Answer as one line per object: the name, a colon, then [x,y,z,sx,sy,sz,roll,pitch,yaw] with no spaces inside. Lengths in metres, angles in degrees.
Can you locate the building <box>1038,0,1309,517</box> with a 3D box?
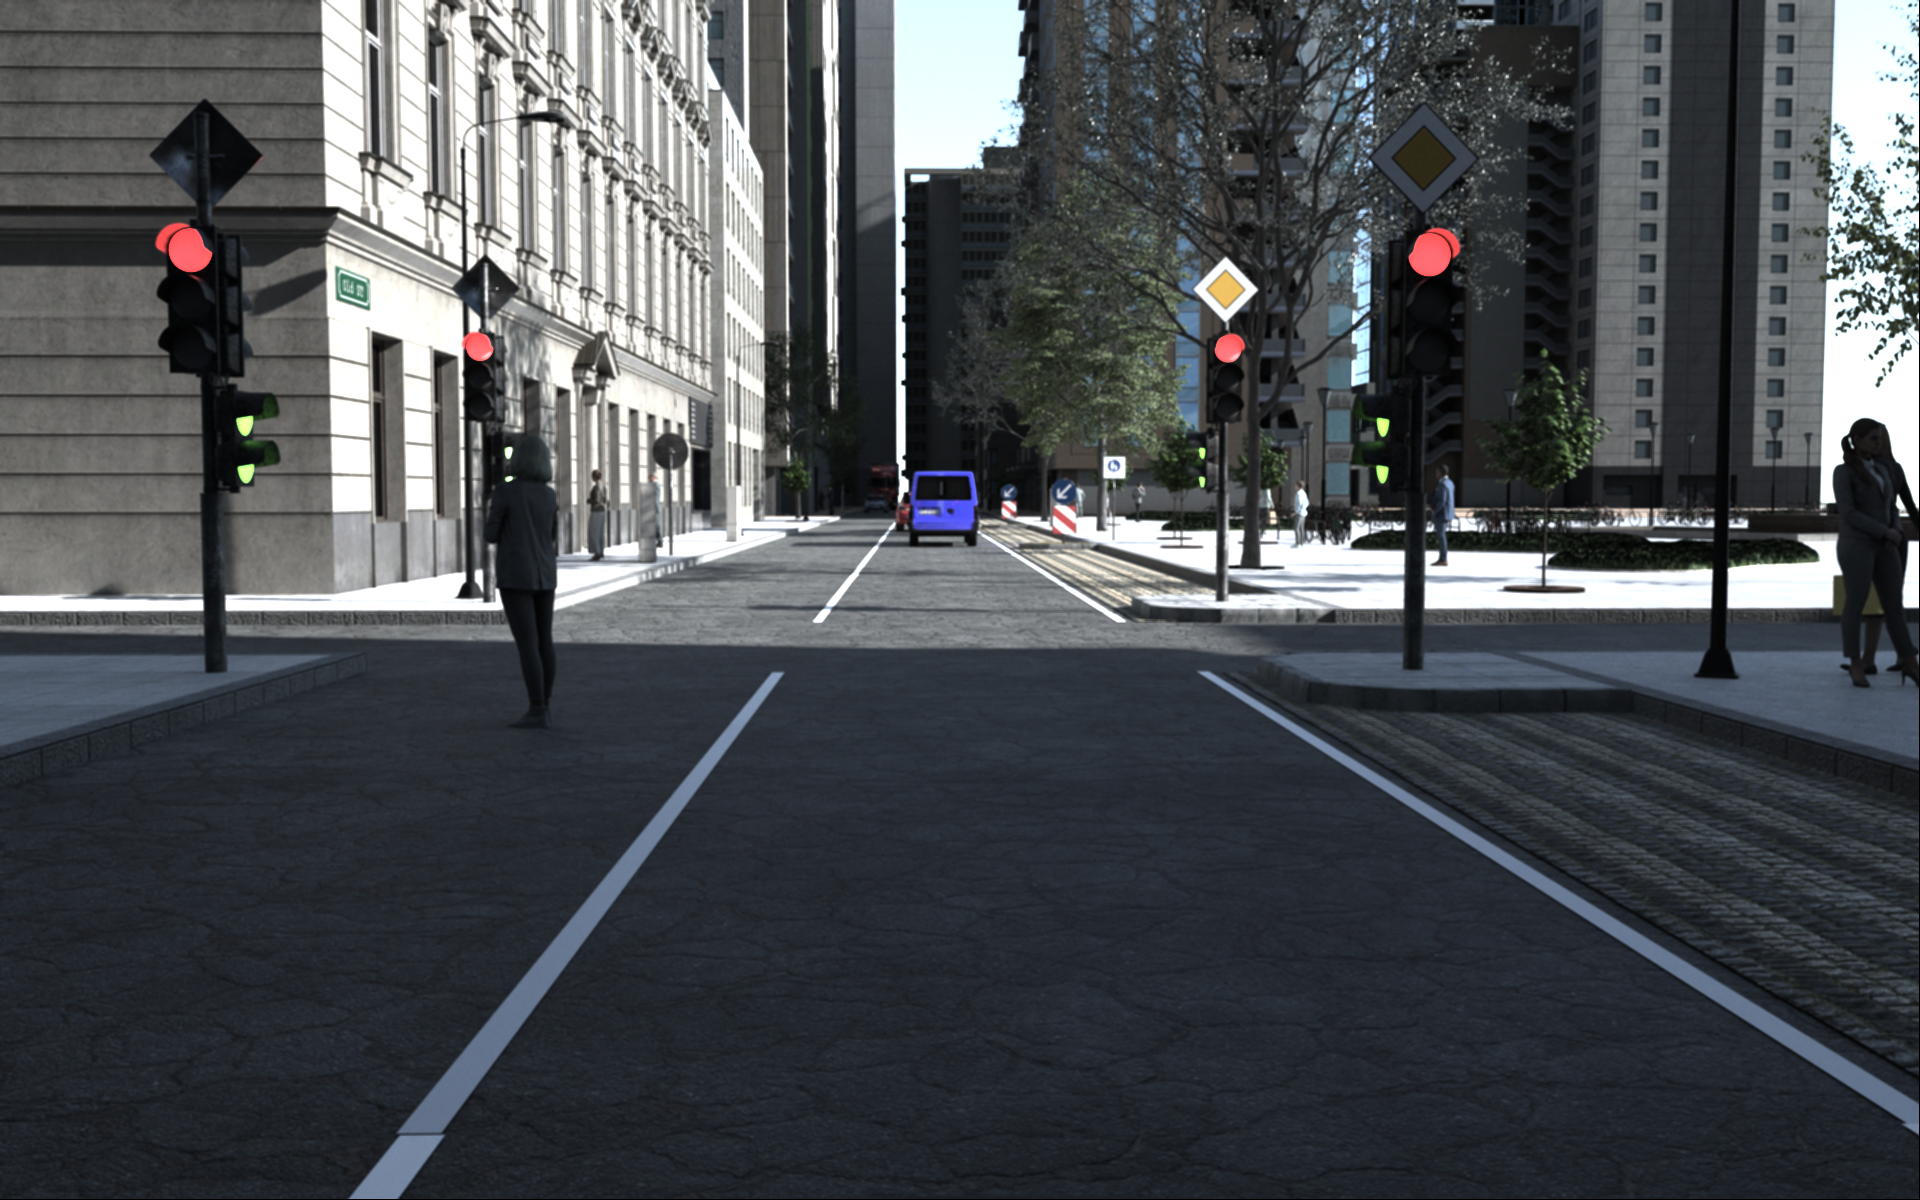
building: [12.063,-27.693,102.894,14.600,45.320,14.200,0,4,-1]

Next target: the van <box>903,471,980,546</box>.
van: [-0.505,-2.741,49.195,2.240,2.365,5.245,0,4,-1]

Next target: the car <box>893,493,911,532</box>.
car: [-1.556,-3.567,67.367,2.155,1.783,4.494,0,3,0]

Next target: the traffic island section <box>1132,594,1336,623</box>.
traffic island section: [3.154,0.097,20.700,2.009,0.180,2.903,0,4,-1]

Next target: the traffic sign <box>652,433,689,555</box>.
traffic sign: [-6.039,-2.203,36.125,0.768,2.556,0.104,0,4,5]

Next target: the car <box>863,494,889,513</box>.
car: [-6.416,-7.404,133.061,2.014,1.417,4.499,0,4,-1]

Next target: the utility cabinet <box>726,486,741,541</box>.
utility cabinet: [-6.136,-2.334,46.843,0.318,1.500,1.173,0,4,-2]

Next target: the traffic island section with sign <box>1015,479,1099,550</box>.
traffic island section with sign: [2.553,-2.244,45.322,1.989,1.847,2.006,0,4,-1]

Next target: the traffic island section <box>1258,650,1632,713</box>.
traffic island section: [3.350,0.585,12.717,2.009,0.180,2.903,0,4,-1]

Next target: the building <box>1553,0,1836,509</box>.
building: [65.798,-44.216,161.175,20.611,71.187,20.563,0,4,-1]

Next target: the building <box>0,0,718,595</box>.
building: [-16.377,-16.266,42.364,17.030,29.872,44.131,0,4,-1]

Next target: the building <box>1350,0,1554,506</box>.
building: [56.959,-53.661,190.032,31.000,86.520,22.319,0,4,-1]

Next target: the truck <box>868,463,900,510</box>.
truck: [-6.812,-10.296,157.257,2.839,4.237,11.283,0,4,-1]

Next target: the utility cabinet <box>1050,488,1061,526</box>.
utility cabinet: [3.771,-3.644,68.258,0.318,1.500,1.173,1,4,11]

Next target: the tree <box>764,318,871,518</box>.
tree: [-8.355,-9.585,91.131,8.767,10.594,7.601,1,4,21]

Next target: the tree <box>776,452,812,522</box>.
tree: [-7.606,-5.159,78.944,1.663,3.219,1.824,0,3,0]

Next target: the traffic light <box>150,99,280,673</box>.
traffic light: [-5.349,-1.434,12.375,0.839,4.253,0.868,0,4,-1]

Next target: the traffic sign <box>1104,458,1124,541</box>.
traffic sign: [4.233,-2.787,47.700,0.606,2.300,0.079,0,4,-1]

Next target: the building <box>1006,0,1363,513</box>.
building: [15.725,-30.989,126.272,23.786,49.044,30.456,0,4,-1]

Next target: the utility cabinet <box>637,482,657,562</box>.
utility cabinet: [-5.908,-1.472,32.741,0.318,1.500,1.173,-1,4,-13]

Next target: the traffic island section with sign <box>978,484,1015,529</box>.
traffic island section with sign: [1.891,-3.892,72.269,1.989,1.847,2.006,0,4,-1]

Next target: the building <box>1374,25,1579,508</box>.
building: [48.339,-31.427,163.944,14.200,45.320,14.600,0,4,-1]

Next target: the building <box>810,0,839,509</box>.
building: [-24.455,-34.629,155.423,27.495,52.752,28.713,0,4,-1]

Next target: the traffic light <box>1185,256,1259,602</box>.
traffic light: [3.113,-1.937,20.585,0.839,4.253,0.868,0,4,-1]

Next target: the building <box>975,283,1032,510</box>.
building: [15.684,-19.079,156.985,27.650,21.520,28.899,0,4,-1]

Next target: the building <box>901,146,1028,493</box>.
building: [5.338,-30.843,196.163,23.993,40.220,32.217,0,4,-1]

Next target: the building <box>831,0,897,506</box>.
building: [-20.984,-39.580,189.128,28.212,58.520,21.231,0,4,-1]

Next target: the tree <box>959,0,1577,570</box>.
tree: [5.132,-7.281,29.414,12.009,13.543,11.850,0,3,0]

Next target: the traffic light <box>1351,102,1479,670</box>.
traffic light: [3.309,-1.448,12.603,0.839,4.253,0.868,0,4,-1]

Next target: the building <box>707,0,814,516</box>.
building: [-16.145,-25.583,101.881,14.154,41.232,14.086,0,4,-1]

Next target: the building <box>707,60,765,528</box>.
building: [-14.293,-13.391,73.686,10.420,20.320,16.860,0,4,-1]

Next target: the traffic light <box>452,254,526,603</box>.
traffic light: [-5.545,-1.923,20.358,0.839,4.253,0.868,0,4,-1]

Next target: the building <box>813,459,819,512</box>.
building: [-20.351,-41.622,118.776,20.563,71.187,20.611,0,4,-1]
